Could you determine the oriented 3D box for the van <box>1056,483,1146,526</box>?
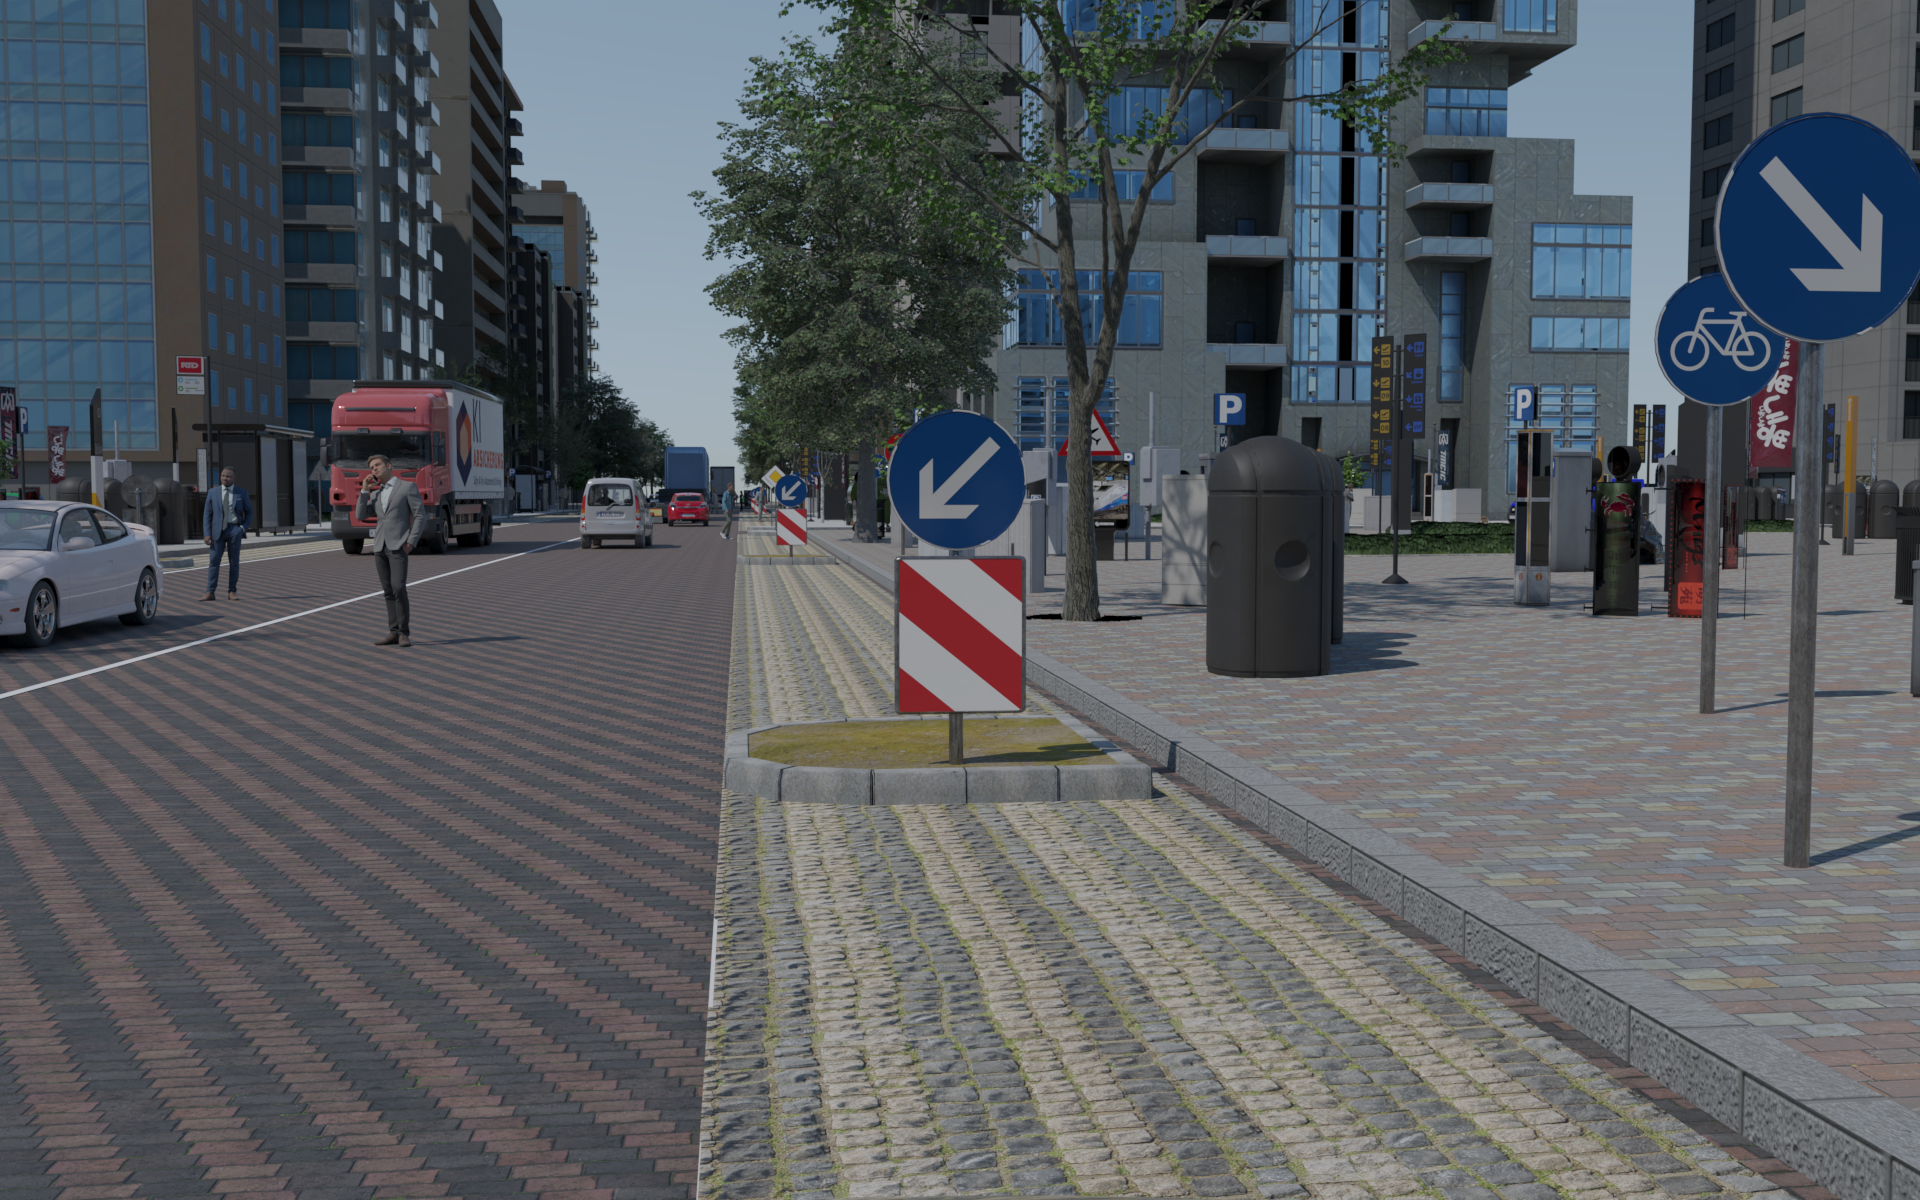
[{"bbox_3d":[5.006,-3.578,65.515,4.112,2.044,2.013,0,4,-6],"label":"van"}]

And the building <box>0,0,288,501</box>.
[{"bbox_3d":[-40.510,-26.298,80.082,14.600,45.320,14.200,0,4,-7],"label":"building"}]

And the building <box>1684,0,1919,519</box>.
[{"bbox_3d":[53.240,-39.833,89.519,20.611,71.187,20.563,0,4,-7],"label":"building"}]

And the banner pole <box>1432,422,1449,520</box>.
[{"bbox_3d":[16.587,-4.277,59.942,0.401,3.779,0.863,-3,4,-36],"label":"banner pole"}]

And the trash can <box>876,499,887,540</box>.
[{"bbox_3d":[-2.424,-2.278,48.895,0.748,1.137,0.748,0,3,0],"label":"trash can"}]

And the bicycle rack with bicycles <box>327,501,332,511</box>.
[{"bbox_3d":[-30.696,-4.515,87.209,2.852,0.926,2.925,-2,4,-24],"label":"bicycle rack with bicycles"}]

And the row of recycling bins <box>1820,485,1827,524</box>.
[{"bbox_3d":[37.956,-4.120,74.474,3.534,1.692,1.069,-3,4,-38],"label":"row of recycling bins"}]

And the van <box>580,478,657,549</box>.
[{"bbox_3d":[-9.262,-2.436,46.846,2.013,2.044,4.112,0,4,-6],"label":"van"}]

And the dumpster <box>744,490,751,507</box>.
[{"bbox_3d":[-21.702,-10.564,180.934,1.865,1.857,1.264,0,4,-6],"label":"dumpster"}]

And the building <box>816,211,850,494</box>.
[{"bbox_3d":[-14.005,-34.820,252.908,14.154,41.232,14.086,0,4,-7],"label":"building"}]

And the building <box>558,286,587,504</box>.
[{"bbox_3d":[-58.684,-28.429,236.507,14.160,30.474,14.107,0,4,-7],"label":"building"}]

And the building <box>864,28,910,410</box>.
[{"bbox_3d":[-1.601,-31.407,163.621,14.600,45.320,14.200,0,4,-7],"label":"building"}]

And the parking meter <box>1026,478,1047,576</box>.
[{"bbox_3d":[1.172,-1.149,27.202,0.372,1.533,0.369,0,3,0],"label":"parking meter"}]

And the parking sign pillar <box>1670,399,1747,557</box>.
[{"bbox_3d":[15.455,-2.885,35.639,1.447,3.967,1.447,2,4,24],"label":"parking sign pillar"}]

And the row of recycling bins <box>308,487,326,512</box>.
[{"bbox_3d":[-38.035,-5.712,100.504,3.534,1.692,1.069,3,4,37],"label":"row of recycling bins"}]

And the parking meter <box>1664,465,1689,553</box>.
[{"bbox_3d":[14.234,-1.752,34.364,0.399,1.863,0.255,0,4,-8],"label":"parking meter"}]

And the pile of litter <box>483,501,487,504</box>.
[{"bbox_3d":[-28.818,-5.579,105.183,1.719,0.858,1.176,2,4,26],"label":"pile of litter"}]

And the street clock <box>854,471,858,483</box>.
[{"bbox_3d":[-2.919,-2.899,51.975,0.471,2.002,0.358,1,4,10],"label":"street clock"}]

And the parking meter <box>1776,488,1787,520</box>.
[{"bbox_3d":[36.025,-4.131,75.957,0.372,1.533,0.369,0,3,0],"label":"parking meter"}]

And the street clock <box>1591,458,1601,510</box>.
[{"bbox_3d":[12.612,-1.839,34.633,0.358,2.002,0.471,0,4,-7],"label":"street clock"}]

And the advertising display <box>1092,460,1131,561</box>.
[{"bbox_3d":[2.774,-1.712,33.197,0.974,1.923,0.123,1,4,12],"label":"advertising display"}]

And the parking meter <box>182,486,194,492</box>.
[{"bbox_3d":[-24.757,-2.882,55.536,0.372,1.533,0.369,0,3,0],"label":"parking meter"}]

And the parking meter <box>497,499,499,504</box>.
[{"bbox_3d":[-29.017,-6.333,109.259,0.399,1.863,0.255,3,5,40],"label":"parking meter"}]

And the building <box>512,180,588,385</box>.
[{"bbox_3d":[-61.465,-36.704,250.220,14.600,45.320,14.200,0,4,-7],"label":"building"}]

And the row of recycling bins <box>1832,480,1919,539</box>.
[{"bbox_3d":[26.908,-2.593,49.508,3.534,1.692,1.069,1,4,10],"label":"row of recycling bins"}]

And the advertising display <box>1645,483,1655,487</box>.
[{"bbox_3d":[41.885,-6.114,105.177,0.974,1.923,0.123,3,5,41],"label":"advertising display"}]

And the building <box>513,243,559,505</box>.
[{"bbox_3d":[-54.012,-25.995,196.720,14.160,30.474,14.107,0,4,-7],"label":"building"}]

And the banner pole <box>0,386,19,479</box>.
[{"bbox_3d":[-19.542,-2.776,35.409,0.401,3.779,0.863,1,4,11],"label":"banner pole"}]

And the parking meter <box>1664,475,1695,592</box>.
[{"bbox_3d":[9.446,-0.874,22.707,0.372,1.533,0.369,0,3,0],"label":"parking meter"}]

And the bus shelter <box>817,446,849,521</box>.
[{"bbox_3d":[-6.431,-5.772,85.653,1.731,3.624,6.357,0,4,-7],"label":"bus shelter"}]

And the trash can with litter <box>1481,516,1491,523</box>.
[{"bbox_3d":[23.238,-4.047,77.559,1.055,1.170,0.624,2,4,27],"label":"trash can with litter"}]

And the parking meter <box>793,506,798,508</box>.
[{"bbox_3d":[-9.741,-5.877,101.805,0.255,1.863,0.399,2,4,35],"label":"parking meter"}]

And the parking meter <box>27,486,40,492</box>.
[{"bbox_3d":[-30.797,-3.010,57.620,0.372,1.533,0.369,0,3,0],"label":"parking meter"}]

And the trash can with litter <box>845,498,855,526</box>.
[{"bbox_3d":[-4.260,-3.581,69.938,0.624,1.170,1.055,-1,4,-22],"label":"trash can with litter"}]

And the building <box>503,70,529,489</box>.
[{"bbox_3d":[-55.803,-31.767,174.018,22.147,44.769,28.867,0,4,-7],"label":"building"}]

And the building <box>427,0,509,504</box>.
[{"bbox_3d":[-51.404,-32.130,149.030,21.300,48.544,21.600,0,4,-7],"label":"building"}]

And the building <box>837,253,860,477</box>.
[{"bbox_3d":[-7.641,-26.515,205.214,14.160,30.474,14.107,0,4,-7],"label":"building"}]

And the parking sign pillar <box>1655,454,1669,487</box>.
[{"bbox_3d":[42.159,-7.040,103.579,1.447,3.967,1.447,-2,4,-30],"label":"parking sign pillar"}]

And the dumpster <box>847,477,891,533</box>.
[{"bbox_3d":[-2.998,-3.423,58.464,1.502,2.255,1.985,0,4,-7],"label":"dumpster"}]

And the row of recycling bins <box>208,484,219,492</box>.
[{"bbox_3d":[-31.903,-3.978,72.160,3.534,1.692,1.069,1,4,22],"label":"row of recycling bins"}]

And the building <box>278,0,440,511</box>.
[{"bbox_3d":[-47.782,-30.393,116.541,23.786,49.044,30.456,0,4,-7],"label":"building"}]

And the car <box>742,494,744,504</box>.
[{"bbox_3d":[-29.377,-14.153,240.191,1.959,1.807,4.718,0,4,-6],"label":"car"}]

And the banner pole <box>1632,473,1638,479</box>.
[{"bbox_3d":[43.077,-7.381,110.692,0.401,3.779,0.863,-1,4,-10],"label":"banner pole"}]

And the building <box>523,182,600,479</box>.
[{"bbox_3d":[-68.422,-39.883,271.692,23.786,49.044,30.456,0,4,-7],"label":"building"}]

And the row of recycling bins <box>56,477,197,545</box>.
[{"bbox_3d":[-20.778,-2.198,43.051,1.069,1.692,3.534,1,4,21],"label":"row of recycling bins"}]

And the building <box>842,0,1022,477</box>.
[{"bbox_3d":[2.481,-36.431,184.884,28.713,52.752,27.495,0,4,-7],"label":"building"}]

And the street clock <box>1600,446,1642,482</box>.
[{"bbox_3d":[9.953,-1.311,26.000,0.358,2.002,0.471,-2,4,-24],"label":"street clock"}]

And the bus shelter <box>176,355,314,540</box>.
[{"bbox_3d":[-21.899,-4.605,52.917,2.179,5.291,8.768,0,4,-7],"label":"bus shelter"}]

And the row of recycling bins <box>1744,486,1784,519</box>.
[{"bbox_3d":[39.750,-4.870,86.732,3.534,1.692,1.069,-1,4,-15],"label":"row of recycling bins"}]

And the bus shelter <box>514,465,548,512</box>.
[{"bbox_3d":[-30.763,-7.937,123.698,2.014,3.302,5.546,0,4,-7],"label":"bus shelter"}]

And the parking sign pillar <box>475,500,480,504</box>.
[{"bbox_3d":[-27.223,-6.609,96.535,1.447,3.967,1.447,2,4,33],"label":"parking sign pillar"}]

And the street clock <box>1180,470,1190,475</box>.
[{"bbox_3d":[6.706,-2.911,52.162,0.471,2.002,0.358,1,4,15],"label":"street clock"}]

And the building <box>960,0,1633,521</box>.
[{"bbox_3d":[15.629,-47.431,88.163,31.000,86.520,22.319,0,4,-7],"label":"building"}]

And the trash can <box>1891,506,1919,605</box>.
[{"bbox_3d":[11.190,-0.515,20.072,0.748,1.137,0.748,0,3,0],"label":"trash can"}]

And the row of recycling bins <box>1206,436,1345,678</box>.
[{"bbox_3d":[2.500,-0.402,13.690,1.069,1.692,3.534,1,4,15],"label":"row of recycling bins"}]

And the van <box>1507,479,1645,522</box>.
[{"bbox_3d":[24.386,-3.931,68.651,5.245,2.365,2.240,0,4,-8],"label":"van"}]

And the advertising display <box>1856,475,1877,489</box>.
[{"bbox_3d":[31.034,-3.328,59.626,0.123,1.923,0.974,-3,4,-36],"label":"advertising display"}]

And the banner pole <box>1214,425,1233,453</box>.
[{"bbox_3d":[9.449,-4.442,62.641,0.863,3.779,0.401,0,4,-4],"label":"banner pole"}]

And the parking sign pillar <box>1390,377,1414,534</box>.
[{"bbox_3d":[10.309,-3.178,40.435,1.447,3.967,1.447,1,4,12],"label":"parking sign pillar"}]
